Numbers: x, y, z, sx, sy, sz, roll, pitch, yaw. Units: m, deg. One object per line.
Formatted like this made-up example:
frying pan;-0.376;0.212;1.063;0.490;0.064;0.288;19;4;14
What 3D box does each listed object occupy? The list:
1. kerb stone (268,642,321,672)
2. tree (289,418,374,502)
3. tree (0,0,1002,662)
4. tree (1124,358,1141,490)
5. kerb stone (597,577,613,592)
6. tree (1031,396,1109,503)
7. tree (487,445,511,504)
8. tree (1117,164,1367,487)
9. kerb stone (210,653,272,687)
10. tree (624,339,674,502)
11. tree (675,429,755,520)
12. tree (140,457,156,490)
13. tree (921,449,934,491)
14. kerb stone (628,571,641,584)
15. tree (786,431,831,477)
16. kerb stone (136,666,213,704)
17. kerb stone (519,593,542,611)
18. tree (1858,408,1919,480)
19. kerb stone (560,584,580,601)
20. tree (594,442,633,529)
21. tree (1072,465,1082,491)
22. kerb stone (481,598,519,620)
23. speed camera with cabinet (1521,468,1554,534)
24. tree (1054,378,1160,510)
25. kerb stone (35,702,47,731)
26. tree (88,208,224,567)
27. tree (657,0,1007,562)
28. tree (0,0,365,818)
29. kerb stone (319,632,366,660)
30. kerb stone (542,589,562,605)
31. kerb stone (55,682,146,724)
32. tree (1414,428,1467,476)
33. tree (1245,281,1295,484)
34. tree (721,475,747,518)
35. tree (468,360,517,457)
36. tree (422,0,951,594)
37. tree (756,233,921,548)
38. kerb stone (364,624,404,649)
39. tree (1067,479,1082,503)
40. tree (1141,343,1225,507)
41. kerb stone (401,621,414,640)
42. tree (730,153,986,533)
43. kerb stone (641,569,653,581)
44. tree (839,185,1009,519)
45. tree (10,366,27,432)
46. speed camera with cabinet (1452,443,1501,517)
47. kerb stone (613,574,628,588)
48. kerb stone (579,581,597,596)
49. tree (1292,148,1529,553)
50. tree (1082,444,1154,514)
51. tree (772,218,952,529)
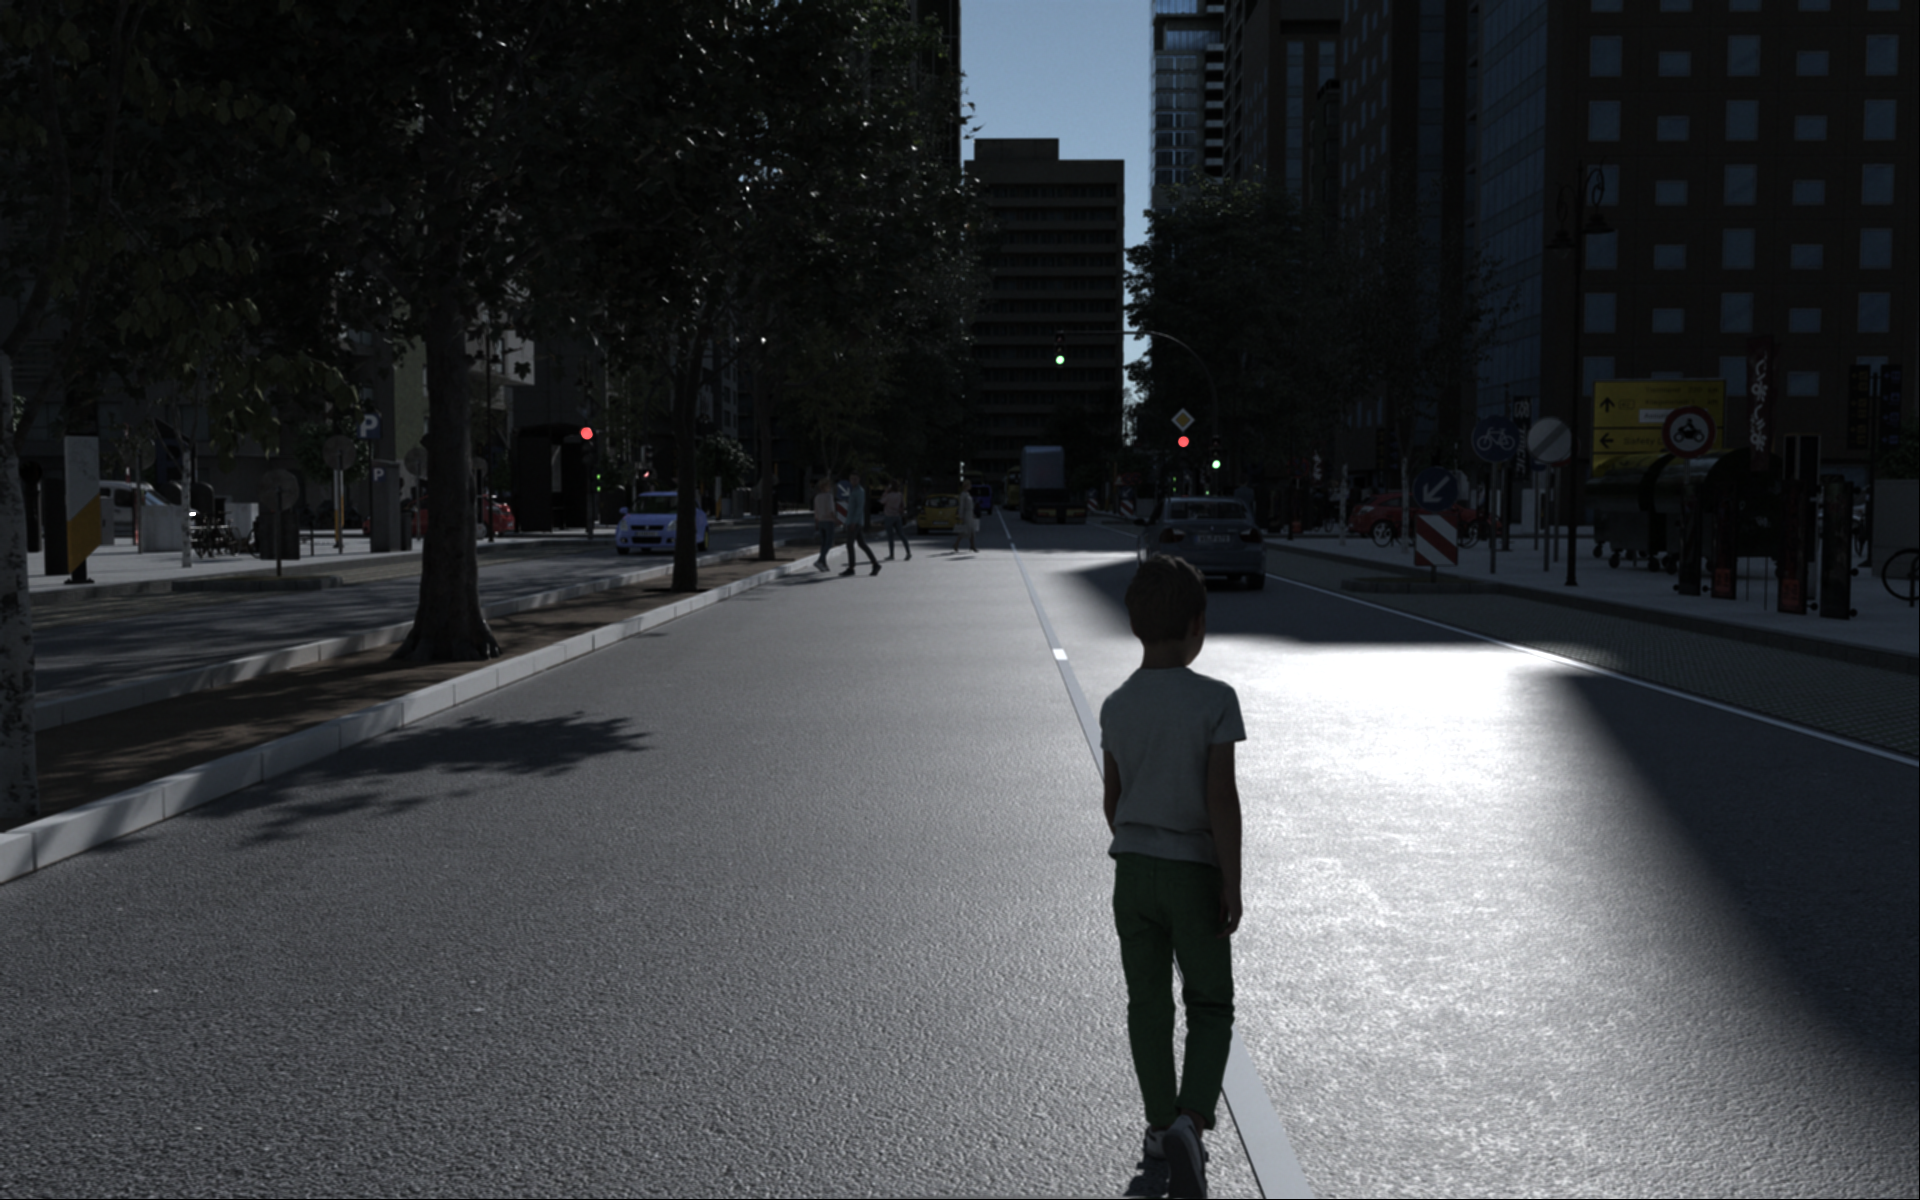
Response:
kerb stone;-5.536;0.485;14.264;0.120;0.150;1.000;0;4;1
tree;-24.089;-5.074;66.674;4.285;4.588;4.351;0;3;0
tree;-4.450;-5.837;14.908;9.611;12.733;9.660;0;3;0
tree;10.256;-8.529;89.817;4.360;8.622;3.978;0;3;0
kerb stone;-5.326;-0.204;25.556;0.120;0.150;1.000;0;4;1
tree;12.610;-17.360;200.844;9.611;12.733;9.660;0;3;0
tree;-18.016;-4.525;68.583;1.663;3.219;1.824;0;3;0
tree;10.846;-9.821;67.224;9.857;13.997;8.962;0;3;0
kerb stone;-5.546;0.548;13.239;0.120;0.150;1.000;0;4;1
tree;-13.559;-7.355;70.614;4.737;8.622;4.395;0;3;0
tree;-11.991;-6.304;86.778;4.285;4.588;4.351;0;3;0
tree;-29.932;-4.321;65.252;1.663;3.219;1.824;0;3;0
tree;-2.955;-8.368;89.643;4.737;8.622;4.395;0;3;0
kerb stone;-5.291;-0.330;27.616;0.120;0.150;1.000;0;4;1
tree;-10.986;-12.791;143.538;7.601;10.594;8.767;0;4;3
kerb stone;-5.572;0.610;12.217;0.120;0.150;1.000;0;4;1
kerb stone;-5.398;0.046;21.436;0.120;0.150;1.000;0;4;1
tree;35.392;-4.947;64.591;4.285;4.588;4.351;0;3;0
kerb stone;-5.367;-0.080;23.497;0.120;0.150;1.000;0;4;1
tree;-13.260;-4.286;64.684;1.663;3.219;1.824;0;3;0
tree;12.223;-11.001;163.579;4.285;4.588;4.351;0;3;0
kerb stone;-5.422;0.109;20.407;0.120;0.150;1.000;0;4;1
speed camera with cabinet;18.917;-3.810;56.630;0.660;3.252;2.038;2;4;31
tree;11.663;-12.551;139.619;8.767;10.594;7.601;-1;4;-20
kerb stone;-5.604;0.735;10.174;0.120;0.150;1.000;0;4;1
tree;-13.674;-4.889;30.293;4.360;8.622;3.978;0;3;0
tree;-4.098;-7.561;36.456;12.009;13.543;11.850;0;3;0
tree;-4.134;-3.325;7.181;4.737;8.622;4.395;0;3;0
kerb stone;-5.513;0.422;15.294;0.120;0.150;1.000;0;4;1
kerb stone;-5.386;-0.013;22.467;0.120;0.150;1.000;0;4;1
kerb stone;-5.585;0.673;11.196;0.120;0.150;1.000;0;4;1
tree;24.263;-6.226;85.508;4.285;4.588;4.351;0;3;0
tree;9.455;-5.671;43.076;4.360;8.622;3.978;0;3;0
tree;-12.650;-6.105;94.417;1.663;3.219;1.824;0;3;0
tree;-25.130;-8.519;89.655;4.360;8.622;3.978;0;3;0
tree;-3.905;-5.906;24.784;9.928;11.665;9.643;0;3;0
tree;-3.391;-5.671;45.534;4.737;8.622;4.395;0;3;0
kerb stone;-5.495;0.360;16.315;0.120;0.150;1.000;0;4;1
tree;12.162;-11.612;184.456;1.663;3.219;1.824;0;3;0
tree;10.266;-7.766;77.329;4.360;8.622;3.978;0;3;0
kerb stone;-5.479;0.297;17.337;0.120;0.150;1.000;0;4;1
tree;-3.622;-9.337;61.765;9.857;13.997;8.962;0;3;0
kerb stone;-5.274;-0.389;28.638;0.120;0.150;1.000;0;4;1
tree;-4.017;-14.662;98.068;12.611;20.169;13.585;0;3;0
tree;-19.330;-2.999;32.745;4.285;4.588;4.351;0;3;0
speed camera with cabinet;19.745;-4.419;66.592;0.660;3.252;2.038;-3;5;-42
kerb stone;-5.303;-0.269;26.589;0.120;0.150;1.000;0;4;1
kerb stone;-5.354;-0.143;24.534;0.120;0.150;1.000;0;4;1
tree;9.647;-5.297;36.962;4.360;8.622;3.978;0;3;0
tree;11.109;-7.963;113.909;4.285;4.588;4.351;0;3;0
tree;-3.928;-9.173;70.569;7.486;12.596;7.792;0;3;0
